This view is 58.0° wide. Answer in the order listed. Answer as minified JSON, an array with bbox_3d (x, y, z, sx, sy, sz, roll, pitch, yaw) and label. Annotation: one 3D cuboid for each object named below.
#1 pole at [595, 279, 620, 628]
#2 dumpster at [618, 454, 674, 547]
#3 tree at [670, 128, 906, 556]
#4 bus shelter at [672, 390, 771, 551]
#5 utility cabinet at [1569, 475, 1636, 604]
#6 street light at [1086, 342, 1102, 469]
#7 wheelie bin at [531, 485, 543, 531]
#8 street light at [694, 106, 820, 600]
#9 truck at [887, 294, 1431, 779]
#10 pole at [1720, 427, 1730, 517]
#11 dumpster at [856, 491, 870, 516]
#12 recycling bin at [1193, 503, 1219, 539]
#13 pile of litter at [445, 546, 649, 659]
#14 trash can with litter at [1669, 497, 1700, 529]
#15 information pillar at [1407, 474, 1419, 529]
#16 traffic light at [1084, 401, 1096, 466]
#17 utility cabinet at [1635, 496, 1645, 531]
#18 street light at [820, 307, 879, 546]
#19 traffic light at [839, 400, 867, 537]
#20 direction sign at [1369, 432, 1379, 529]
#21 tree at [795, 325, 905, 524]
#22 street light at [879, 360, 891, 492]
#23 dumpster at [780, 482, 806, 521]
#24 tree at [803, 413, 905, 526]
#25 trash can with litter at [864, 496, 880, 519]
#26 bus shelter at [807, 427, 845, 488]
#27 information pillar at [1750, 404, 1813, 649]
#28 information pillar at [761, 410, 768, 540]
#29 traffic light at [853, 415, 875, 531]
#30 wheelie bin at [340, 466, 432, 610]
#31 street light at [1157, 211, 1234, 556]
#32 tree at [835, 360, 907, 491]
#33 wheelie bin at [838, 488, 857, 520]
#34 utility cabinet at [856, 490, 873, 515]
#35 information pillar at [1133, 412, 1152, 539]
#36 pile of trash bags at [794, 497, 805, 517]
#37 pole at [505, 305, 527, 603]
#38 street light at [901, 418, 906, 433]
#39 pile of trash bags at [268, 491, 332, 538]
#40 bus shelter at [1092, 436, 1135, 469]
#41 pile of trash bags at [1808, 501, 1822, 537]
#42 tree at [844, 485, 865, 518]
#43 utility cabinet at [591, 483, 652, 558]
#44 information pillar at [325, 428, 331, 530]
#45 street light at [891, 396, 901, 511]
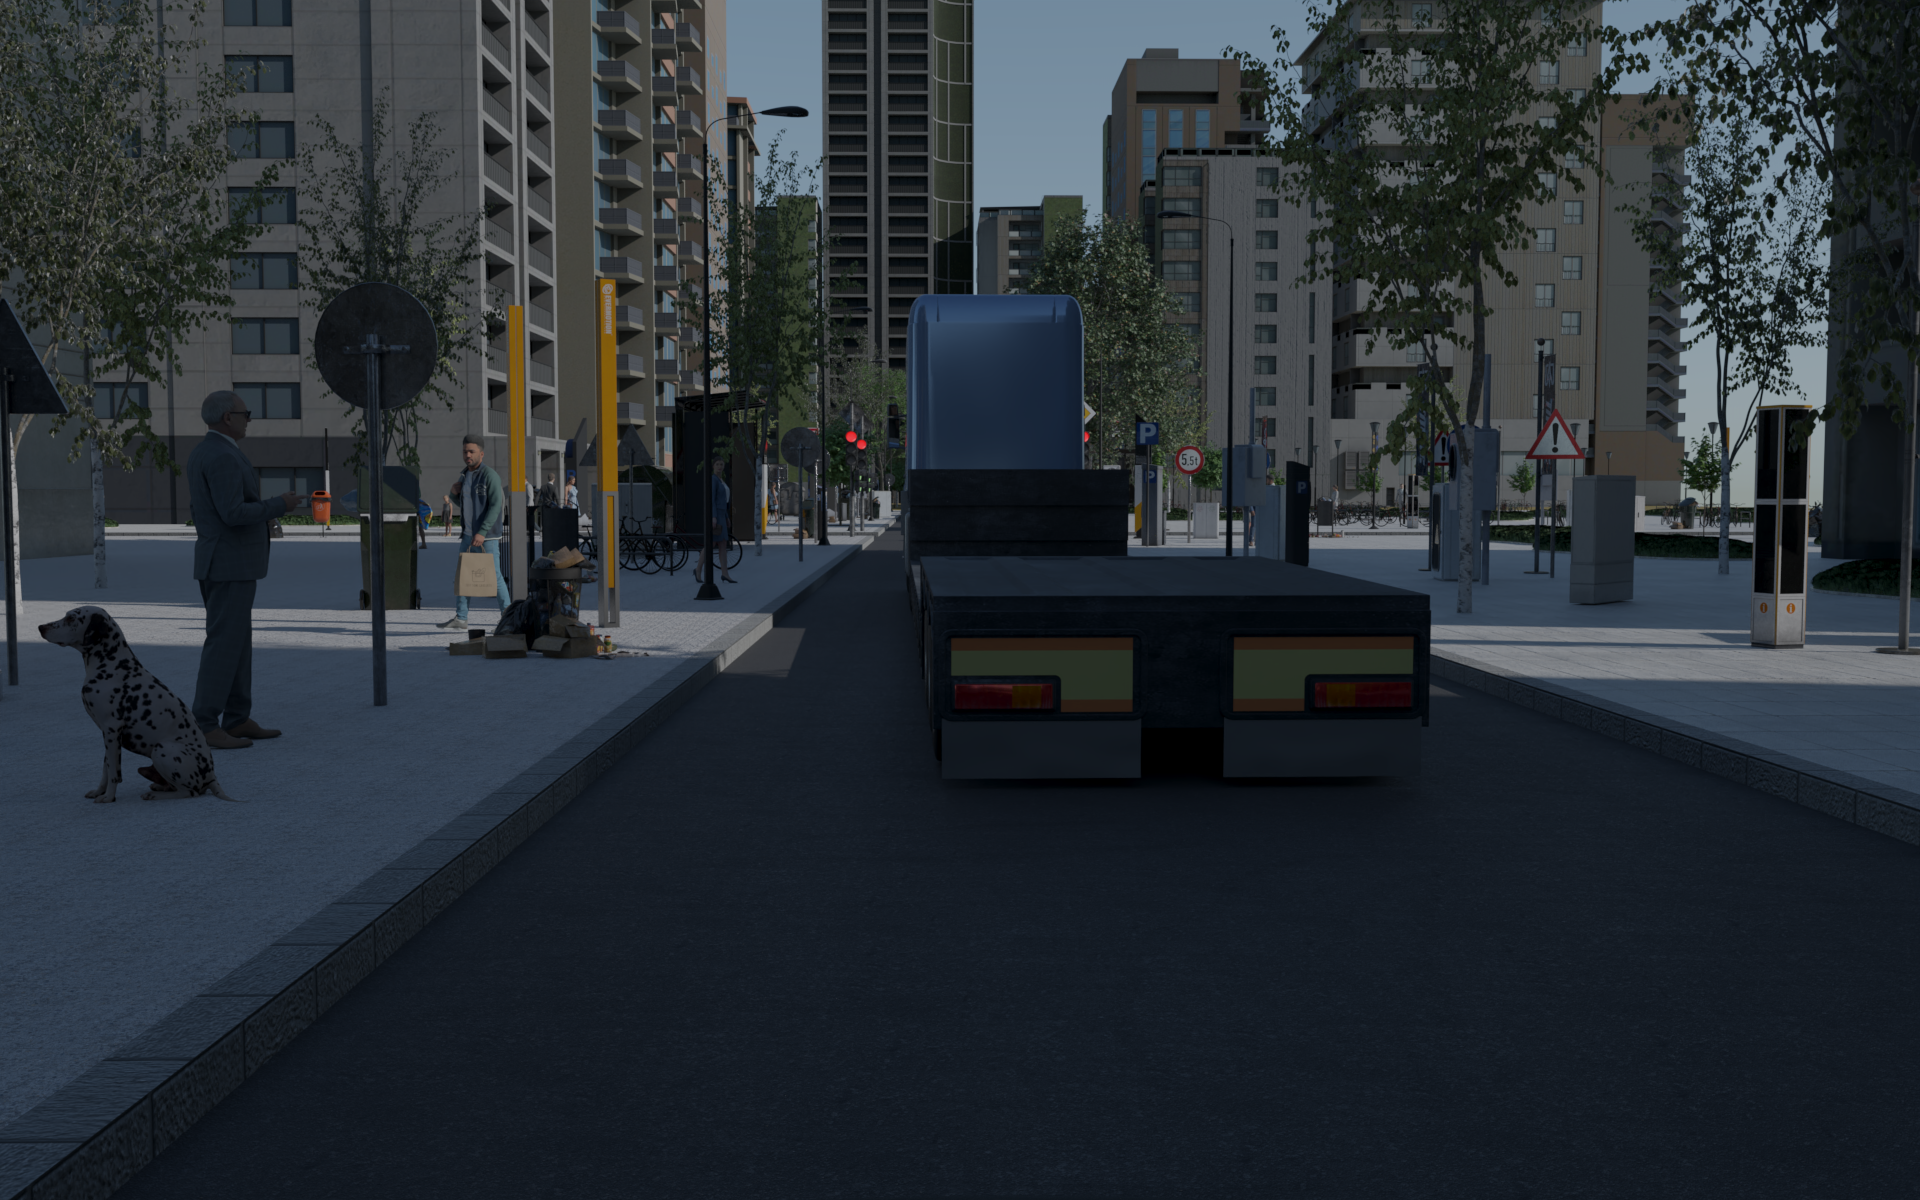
[{"bbox_3d":[-3.378,-1.390,16.574,0.158,3.312,0.155,0,3,0],"label":"pole"},{"bbox_3d":[-7.603,-2.428,42.187,1.502,2.255,1.985,0,4,-1],"label":"dumpster"},{"bbox_3d":[-4.114,-5.230,35.878,4.737,8.622,4.395,0,3,0],"label":"tree"},{"bbox_3d":[-5.701,-3.109,42.110,1.731,3.624,6.357,0,4,-1],"label":"bus shelter"},{"bbox_3d":[7.562,-0.716,20.393,0.318,1.500,1.173,3,5,42],"label":"utility cabinet"},{"bbox_3d":[3.660,-4.846,51.768,1.470,5.913,1.316,0,4,-1],"label":"street light"},{"bbox_3d":[-14.956,-3.222,60.589,0.693,1.594,0.980,1,4,12],"label":"wheelie bin"},{"bbox_3d":[-2.510,-2.956,20.879,1.470,5.913,1.316,0,4,-1],"label":"street light"},{"bbox_3d":[0.714,-1.705,17.630,2.967,4.110,18.799,0,4,-2],"label":"truck"},{"bbox_3d":[23.363,-3.612,52.897,0.158,3.312,0.155,0,3,0],"label":"pole"},{"bbox_3d":[-5.781,-5.713,99.162,1.264,1.857,1.865,0,4,-1],"label":"dumpster"},{"bbox_3d":[7.100,-2.294,50.055,0.722,1.027,0.722,0,4,5],"label":"recycling bin"},{"bbox_3d":[-3.330,0.007,13.850,1.719,0.858,1.176,2,4,35],"label":"pile of litter"},{"bbox_3d":[26.321,-3.153,62.935,1.055,1.170,0.624,-2,4,-30],"label":"trash can with litter"},{"bbox_3d":[16.856,-3.666,64.426,0.304,2.012,0.304,-2,4,-28],"label":"information pillar"},{"bbox_3d":[3.651,-3.848,51.837,0.839,4.253,0.868,0,4,-1],"label":"traffic light"},{"bbox_3d":[23.468,-3.019,60.522,1.020,1.237,0.306,-2,4,-27],"label":"utility cabinet"},{"bbox_3d":[-2.853,-4.315,43.090,1.470,5.913,1.316,0,4,-1],"label":"street light"},{"bbox_3d":[-3.209,-3.839,51.694,0.839,4.253,0.868,0,4,-1],"label":"traffic light"},{"bbox_3d":[15.115,-4.352,63.156,0.379,3.537,0.876,2,4,26],"label":"direction sign"},{"bbox_3d":[-4.799,-7.606,74.719,4.360,8.622,3.978,0,3,0],"label":"tree"},{"bbox_3d":[-3.217,-5.343,59.905,1.470,5.913,1.316,0,4,-1],"label":"street light"},{"bbox_3d":[-8.173,-4.786,84.017,1.264,1.857,1.865,0,4,-1],"label":"dumpster"},{"bbox_3d":[-4.746,-5.270,69.886,4.285,4.588,4.351,0,3,0],"label":"tree"},{"bbox_3d":[-4.586,-4.714,88.459,1.055,1.170,0.624,0,4,7],"label":"trash can with litter"},{"bbox_3d":[-8.142,-7.913,107.008,2.179,5.291,8.768,0,4,-1],"label":"bus shelter"},{"bbox_3d":[6.827,-0.607,14.410,0.304,2.012,0.304,-1,4,-16],"label":"information pillar"},{"bbox_3d":[-5.514,-3.514,48.809,0.183,3.616,0.504,0,4,3],"label":"information pillar"},{"bbox_3d":[-3.356,-4.328,59.678,0.839,4.253,0.868,0,4,-1],"label":"traffic light"},{"bbox_3d":[-6.389,-0.698,19.320,0.980,1.594,0.693,-1,4,-15],"label":"wheelie bin"},{"bbox_3d":[3.921,-3.426,28.554,1.470,5.913,1.316,0,4,-1],"label":"street light"},{"bbox_3d":[-6.105,-12.684,133.134,9.928,11.665,9.643,0,3,0],"label":"tree"},{"bbox_3d":[-5.480,-4.711,84.939,0.980,1.594,0.693,2,4,31],"label":"wheelie bin"},{"bbox_3d":[-5.671,-5.721,102.215,1.173,1.500,0.318,2,4,33],"label":"utility cabinet"},{"bbox_3d":[5.243,-3.567,49.680,0.504,3.616,0.183,1,4,12],"label":"information pillar"},{"bbox_3d":[-8.241,-5.378,97.689,1.912,1.369,3.447,-1,4,-14],"label":"pile of trash bags"},{"bbox_3d":[-4.833,-1.530,18.867,0.158,3.312,0.155,0,3,0],"label":"pole"},{"bbox_3d":[-4.038,-8.127,105.424,1.470,5.913,1.316,0,4,-1],"label":"street light"},{"bbox_3d":[-20.195,-2.508,50.762,3.447,1.369,1.912,-1,4,-11],"label":"pile of trash bags"},{"bbox_3d":[7.321,-6.553,84.777,2.179,5.291,8.768,0,4,-1],"label":"bus shelter"},{"bbox_3d":[27.039,-2.579,51.922,3.447,1.369,1.912,-1,4,-21],"label":"pile of trash bags"},{"bbox_3d":[-5.612,-6.023,93.083,1.663,3.219,1.824,0,3,0],"label":"tree"},{"bbox_3d":[-6.740,-1.582,34.552,1.173,1.500,0.318,-1,4,-8],"label":"utility cabinet"},{"bbox_3d":[-22.429,-4.285,61.413,0.183,3.616,0.504,-1,4,-17],"label":"information pillar"},{"bbox_3d":[-3.678,-6.702,82.114,1.470,5.913,1.316,0,4,-1],"label":"street light"}]
